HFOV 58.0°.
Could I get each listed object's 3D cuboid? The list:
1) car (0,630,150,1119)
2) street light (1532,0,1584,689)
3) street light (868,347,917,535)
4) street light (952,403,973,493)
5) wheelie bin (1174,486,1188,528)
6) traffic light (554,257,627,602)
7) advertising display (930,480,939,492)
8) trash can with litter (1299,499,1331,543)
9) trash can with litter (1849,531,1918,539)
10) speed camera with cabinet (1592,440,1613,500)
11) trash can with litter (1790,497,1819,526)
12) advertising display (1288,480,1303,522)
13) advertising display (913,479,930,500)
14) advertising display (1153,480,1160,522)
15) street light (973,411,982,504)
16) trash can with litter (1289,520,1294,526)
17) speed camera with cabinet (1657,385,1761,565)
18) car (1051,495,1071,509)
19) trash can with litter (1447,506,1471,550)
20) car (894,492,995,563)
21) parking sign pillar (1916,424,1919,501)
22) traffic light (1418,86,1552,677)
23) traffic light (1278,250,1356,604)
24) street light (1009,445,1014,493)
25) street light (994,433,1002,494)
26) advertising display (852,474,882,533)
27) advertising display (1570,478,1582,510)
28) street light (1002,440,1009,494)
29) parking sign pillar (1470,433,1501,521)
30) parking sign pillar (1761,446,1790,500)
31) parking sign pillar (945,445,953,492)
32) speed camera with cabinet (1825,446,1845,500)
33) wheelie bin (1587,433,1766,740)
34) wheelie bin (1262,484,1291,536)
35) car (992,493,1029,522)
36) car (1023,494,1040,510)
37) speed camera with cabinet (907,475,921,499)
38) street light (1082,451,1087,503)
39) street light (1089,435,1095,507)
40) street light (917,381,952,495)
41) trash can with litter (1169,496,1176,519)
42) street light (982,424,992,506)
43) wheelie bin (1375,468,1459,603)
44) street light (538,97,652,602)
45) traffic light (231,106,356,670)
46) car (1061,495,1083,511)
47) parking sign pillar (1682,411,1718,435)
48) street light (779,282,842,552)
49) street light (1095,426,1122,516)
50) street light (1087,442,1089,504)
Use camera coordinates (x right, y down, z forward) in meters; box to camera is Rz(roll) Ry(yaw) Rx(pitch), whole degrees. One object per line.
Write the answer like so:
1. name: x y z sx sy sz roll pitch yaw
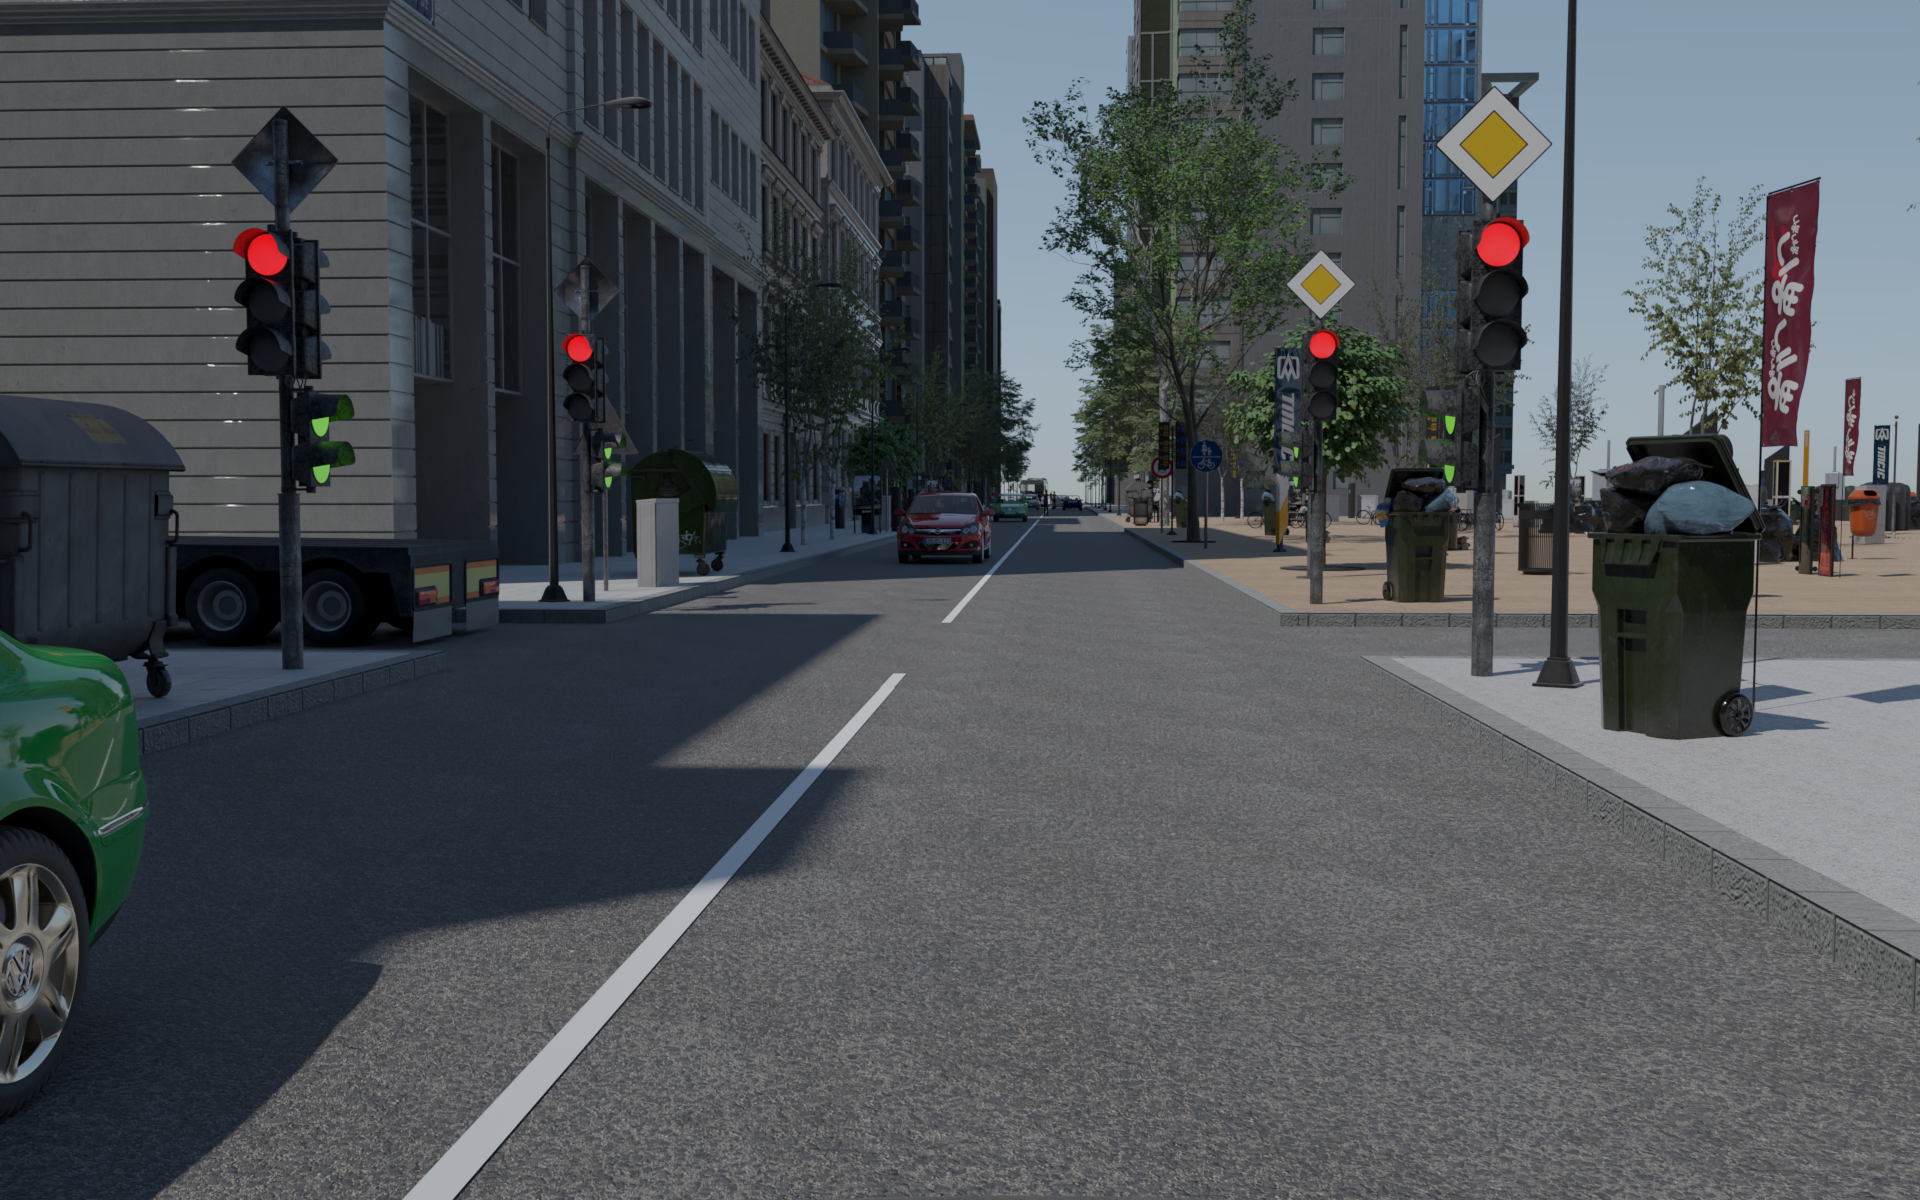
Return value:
1. car: -3.081 0.377 2.638 1.959 1.807 4.718 0 4 2
2. street light: 3.462 -2.380 11.447 1.470 5.913 1.316 0 4 3
3. street light: -2.235 -5.034 54.850 1.470 5.913 1.316 0 4 3
4. street light: -0.248 -7.090 88.469 1.470 5.913 1.316 0 4 3
5. wheelie bin: 8.571 -3.558 66.088 0.980 1.594 0.693 -2 4 -35
6. traffic light: -4.412 -1.936 20.570 0.839 4.253 0.868 0 4 3
7. advertising display: -1.416 -4.403 77.199 0.974 1.923 0.123 1 4 9
8. trash can with litter: 9.360 -2.089 45.543 0.624 1.170 1.055 2 4 30
9. trash can with litter: 26.972 -2.428 50.748 1.678 1.210 2.233 1 4 17
10. speed camera with cabinet: 24.053 -4.261 64.003 0.660 3.252 2.038 3 5 44
11. trash can with litter: 34.730 -3.673 71.433 1.055 1.170 0.624 2 4 26
12. advertising display: 15.479 -4.616 80.685 0.974 1.923 0.123 1 4 22
13. advertising display: -1.751 -4.342 76.210 0.123 1.923 0.974 -3 4 -37
14. advertising display: 9.207 -4.551 79.629 0.123 1.923 0.974 -2 4 -30
15. street light: 0.319 -7.644 97.527 1.470 5.913 1.316 0 4 3
16. trash can with litter: 13.136 -3.593 70.125 0.624 1.170 1.055 -2 4 -31
17. speed camera with cabinet: 13.426 -2.274 31.511 2.038 3.252 0.660 1 4 12
18. car: 9.860 -9.518 167.985 2.083 1.381 4.827 0 4 3
19. trash can with litter: 11.294 -1.743 39.882 0.624 1.170 1.055 3 5 44
20. car: -0.303 -1.726 37.261 2.155 1.783 4.494 0 4 4
21. parking sign pillar: 37.275 -4.783 66.679 1.447 3.967 1.447 -3 5 -44
22. traffic light: 3.665 -1.418 12.112 0.839 4.253 0.868 0 4 3
23. traffic light: 4.135 -1.906 20.084 0.839 4.253 0.868 0 4 3
24. street light: 4.261 -11.749 164.638 1.470 5.913 1.316 0 4 3
25. street light: 2.220 -9.694 131.041 1.470 5.913 1.316 0 4 3
26. advertising display: -3.039 -3.152 56.742 0.974 1.923 0.123 0 4 8
27. advertising display: 24.069 -3.860 68.325 0.974 1.923 0.123 -1 4 -18
28. street light: 3.193 -10.719 147.796 1.470 5.913 1.316 0 4 3
29. parking sign pillar: 23.197 -5.384 76.504 1.447 3.967 1.447 -1 4 -20
30. parking sign pillar: 42.951 -6.288 91.273 1.447 3.967 1.447 0 4 -3
31. parking sign pillar: -0.617 -6.464 94.154 1.447 3.967 1.447 0 4 2
32. speed camera with cabinet: 36.865 -4.718 71.468 2.038 3.252 0.660 3 4 37
33. wheelie bin: 3.822 -0.084 9.274 0.693 1.594 0.980 -2 4 -24
34. wheelie bin: 9.722 -2.785 53.436 0.980 1.594 0.693 -2 4 -33
35. car: 2.635 -4.977 90.165 1.959 1.807 4.718 0 4 3
36. car: 6.166 -8.722 154.604 2.014 1.417 4.499 0 4 2
37. speed camera with cabinet: -2.119 -5.813 89.385 0.660 3.252 2.038 1 4 21
38. street light: 11.823 -11.085 153.779 1.470 5.913 1.316 0 4 3
39. street light: 9.879 -9.013 119.909 1.470 5.913 1.316 0 4 3
40. street light: -1.225 -6.059 71.603 1.470 5.913 1.316 0 4 3
41. trash can with litter: 10.912 -4.860 90.511 1.678 1.210 2.233 -2 4 -29
42. street light: 1.162 -8.670 114.290 1.470 5.913 1.316 0 4 3
43. wheelie bin: 5.469 -0.778 20.621 0.980 1.594 0.693 0 4 -4
44. street light: -4.304 -2.931 20.460 1.470 5.913 1.316 0 4 3
45. traffic light: -4.882 -1.448 12.598 0.839 4.253 0.868 0 4 3
46. car: 9.818 -8.494 151.458 1.945 1.354 3.894 0 4 3
47. parking sign pillar: 23.458 -4.087 55.295 1.447 3.967 1.447 -1 4 -13
48. street light: -3.273 -4.010 38.098 1.470 5.913 1.316 0 4 3
49. street light: 8.924 -7.974 102.915 1.470 5.913 1.316 0 4 3
50. street light: 10.991 -10.059 137.000 1.470 5.913 1.316 0 4 3
